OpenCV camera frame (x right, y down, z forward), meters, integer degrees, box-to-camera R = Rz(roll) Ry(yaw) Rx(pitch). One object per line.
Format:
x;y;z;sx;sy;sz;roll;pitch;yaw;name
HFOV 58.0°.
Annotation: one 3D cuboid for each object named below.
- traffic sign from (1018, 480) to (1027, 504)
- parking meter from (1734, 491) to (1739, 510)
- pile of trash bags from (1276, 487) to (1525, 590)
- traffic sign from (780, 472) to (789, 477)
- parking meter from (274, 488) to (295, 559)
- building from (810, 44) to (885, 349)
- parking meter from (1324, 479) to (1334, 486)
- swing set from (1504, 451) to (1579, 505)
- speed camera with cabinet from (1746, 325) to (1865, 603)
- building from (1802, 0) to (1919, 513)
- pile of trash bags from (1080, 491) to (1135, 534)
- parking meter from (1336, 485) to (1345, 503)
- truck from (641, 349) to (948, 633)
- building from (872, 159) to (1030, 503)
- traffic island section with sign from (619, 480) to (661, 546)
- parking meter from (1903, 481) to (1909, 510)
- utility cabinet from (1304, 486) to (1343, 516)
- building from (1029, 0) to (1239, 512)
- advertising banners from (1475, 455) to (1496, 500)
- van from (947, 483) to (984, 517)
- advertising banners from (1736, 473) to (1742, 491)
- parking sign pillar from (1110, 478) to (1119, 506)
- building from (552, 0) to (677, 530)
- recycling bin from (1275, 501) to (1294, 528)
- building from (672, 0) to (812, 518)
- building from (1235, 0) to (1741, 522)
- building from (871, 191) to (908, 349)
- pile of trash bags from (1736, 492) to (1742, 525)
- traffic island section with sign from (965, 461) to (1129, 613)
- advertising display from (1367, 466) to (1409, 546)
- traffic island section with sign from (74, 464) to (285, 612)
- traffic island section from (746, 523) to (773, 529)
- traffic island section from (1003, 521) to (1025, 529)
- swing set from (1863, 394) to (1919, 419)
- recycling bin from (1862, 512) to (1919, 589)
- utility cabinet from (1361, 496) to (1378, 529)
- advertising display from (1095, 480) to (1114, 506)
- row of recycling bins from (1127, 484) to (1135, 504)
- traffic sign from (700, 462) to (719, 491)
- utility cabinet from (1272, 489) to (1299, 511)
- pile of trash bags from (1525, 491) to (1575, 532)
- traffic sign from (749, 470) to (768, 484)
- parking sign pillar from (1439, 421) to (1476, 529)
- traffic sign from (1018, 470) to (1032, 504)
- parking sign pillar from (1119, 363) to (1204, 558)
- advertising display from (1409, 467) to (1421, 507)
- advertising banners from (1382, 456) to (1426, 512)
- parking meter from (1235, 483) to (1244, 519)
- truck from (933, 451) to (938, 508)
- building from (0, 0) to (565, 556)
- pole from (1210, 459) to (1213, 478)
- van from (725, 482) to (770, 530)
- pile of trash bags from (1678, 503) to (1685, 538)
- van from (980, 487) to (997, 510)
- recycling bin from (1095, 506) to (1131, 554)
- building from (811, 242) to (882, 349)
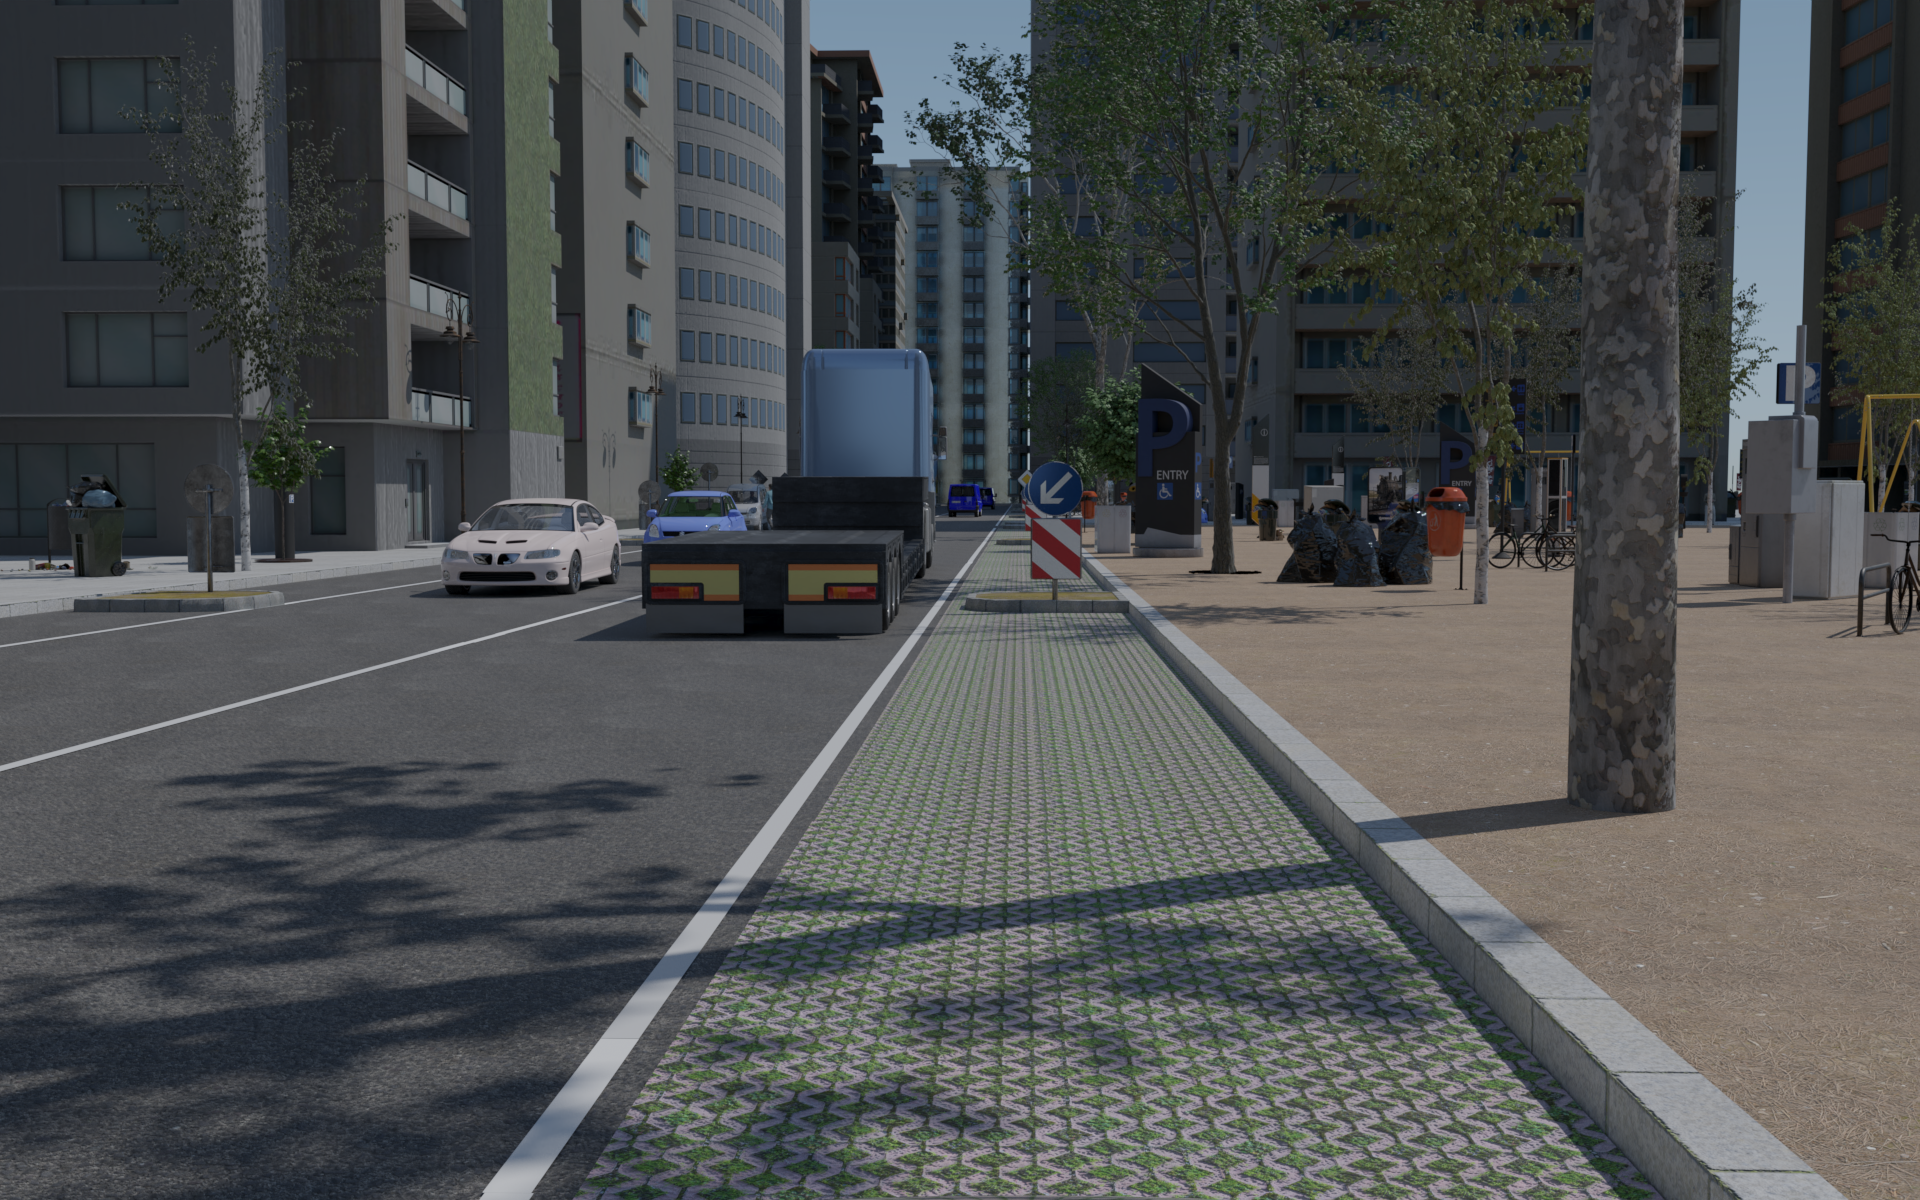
3.037;-4.620;79.179;0.795;2.450;0.064;0;4;2;traffic sign
62.923;-8.076;140.446;0.372;1.533;0.369;0;3;0;parking meter
5.986;-0.895;24.387;1.912;1.369;3.447;-1;4;-21;pile of trash bags
-8.050;-4.645;79.581;0.795;2.450;0.064;0;4;2;traffic sign
-13.469;-1.597;34.519;0.372;1.533;0.369;0;3;0;parking meter
-18.981;-31.480;169.319;22.147;44.769;28.867;0;4;2;building
13.769;-3.612;64.761;0.399;1.863;0.255;0;4;7;parking meter
21.287;-4.002;63.046;3.119;2.851;2.862;1;4;13;swing set
10.252;-1.629;20.965;2.038;3.252;0.660;-3;5;-41;speed camera with cabinet
58.859;-26.565;88.958;28.867;44.769;22.147;0;4;2;building
5.430;-2.873;56.729;3.447;1.369;1.912;2;4;33;pile of trash bags
10.325;-2.385;47.404;0.372;1.533;0.369;0;3;0;parking meter
-1.831;-2.239;26.370;2.967;4.110;18.799;0;4;1;truck
-4.278;-38.570;250.220;30.456;49.044;23.786;0;4;2;building
-8.808;-2.460;48.855;1.989;1.847;2.006;0;4;2;traffic island section with sign
43.857;-4.558;80.232;0.255;1.863;0.399;2;4;28;parking meter
9.620;-2.270;45.800;1.173;1.500;0.318;-2;4;-34;utility cabinet
16.083;-36.430;137.624;21.231;58.520;28.212;0;4;2;building
23.182;-5.029;78.413;2.074;3.025;0.090;1;4;23;advertising banners
0.330;-6.378;108.660;2.240;2.365;5.245;0;4;4;van
63.871;-9.026;143.768;2.074;3.025;0.090;1;4;15;advertising banners
9.856;-7.655;113.635;1.447;3.967;1.447;-1;4;-16;parking sign pillar
-22.667;-26.723;60.622;21.600;48.544;21.300;0;4;2;building
12.521;-3.314;66.746;0.722;1.027;0.722;0;4;-5;recycling bin
-20.209;-33.704;93.055;21.231;58.520;28.212;0;4;2;building
25.657;-28.539;90.321;21.600;48.544;21.300;0;4;2;building
-18.719;-31.912;213.638;23.993;40.220;32.217;0;4;2;building
31.411;-3.462;66.349;1.912;1.369;3.447;-3;4;-37;pile of trash bags
1.074;-0.797;21.667;1.989;1.847;2.006;0;4;2;traffic island section with sign
9.989;-2.163;40.580;0.123;1.923;0.974;-3;5;-43;advertising display
-9.738;-0.813;21.916;1.989;1.847;2.006;0;4;2;traffic island section with sign
-8.349;-3.020;71.663;2.009;0.180;2.903;0;4;2;traffic island section
3.061;-3.485;79.256;2.009;0.180;2.903;0;4;2;traffic island section
15.752;-1.789;26.875;3.119;2.851;2.862;1;4;21;swing set
12.615;-0.685;23.751;0.722;1.027;0.722;-3;4;-37;recycling bin
15.473;-3.266;64.563;1.020;1.237;0.306;1;4;14;utility cabinet
6.634;-4.535;79.369;0.974;1.923;0.123;-2;4;-29;advertising display
6.946;-3.263;60.460;1.069;1.692;3.534;-2;4;-24;row of recycling bins
-10.104;-4.261;69.771;0.768;2.556;0.104;0;4;8;traffic sign
14.714;-4.260;78.335;1.173;1.500;0.318;0;4;-4;utility cabinet
18.736;-2.818;55.820;1.912;1.369;3.447;-1;4;-13;pile of trash bags
-8.326;-4.156;71.600;0.795;2.450;0.064;0;4;2;traffic sign
18.258;-4.593;63.572;1.447;3.967;1.447;1;4;18;parking sign pillar
2.761;-4.132;71.199;0.795;2.450;0.064;0;4;2;traffic sign
4.260;-2.867;35.351;1.447;3.967;1.447;2;4;29;parking sign pillar
10.480;-2.208;41.314;0.974;1.923;0.123;0;4;-2;advertising display
20.502;-5.127;80.007;2.074;3.025;0.090;2;4;32;advertising banners
14.238;-5.045;88.197;0.399;1.863;0.255;-3;4;-37;parking meter
-3.018;-7.508;111.666;2.839;4.237;11.283;0;4;3;truck
-18.320;-21.844;40.737;14.154;41.232;14.086;0;4;2;building
15.574;-6.927;107.097;0.158;3.312;0.155;0;3;0;pole
-8.381;-3.679;67.170;2.013;2.044;4.112;0;4;1;van
20.119;-2.493;50.507;1.912;1.369;3.447;1;4;19;pile of trash bags
2.257;-9.550;160.533;2.240;2.365;5.245;0;4;3;van
3.319;-1.538;37.692;0.722;1.027;0.722;0;4;-1;recycling bin
-20.979;-17.662;133.808;27.650;21.520;28.899;0;4;2;building
